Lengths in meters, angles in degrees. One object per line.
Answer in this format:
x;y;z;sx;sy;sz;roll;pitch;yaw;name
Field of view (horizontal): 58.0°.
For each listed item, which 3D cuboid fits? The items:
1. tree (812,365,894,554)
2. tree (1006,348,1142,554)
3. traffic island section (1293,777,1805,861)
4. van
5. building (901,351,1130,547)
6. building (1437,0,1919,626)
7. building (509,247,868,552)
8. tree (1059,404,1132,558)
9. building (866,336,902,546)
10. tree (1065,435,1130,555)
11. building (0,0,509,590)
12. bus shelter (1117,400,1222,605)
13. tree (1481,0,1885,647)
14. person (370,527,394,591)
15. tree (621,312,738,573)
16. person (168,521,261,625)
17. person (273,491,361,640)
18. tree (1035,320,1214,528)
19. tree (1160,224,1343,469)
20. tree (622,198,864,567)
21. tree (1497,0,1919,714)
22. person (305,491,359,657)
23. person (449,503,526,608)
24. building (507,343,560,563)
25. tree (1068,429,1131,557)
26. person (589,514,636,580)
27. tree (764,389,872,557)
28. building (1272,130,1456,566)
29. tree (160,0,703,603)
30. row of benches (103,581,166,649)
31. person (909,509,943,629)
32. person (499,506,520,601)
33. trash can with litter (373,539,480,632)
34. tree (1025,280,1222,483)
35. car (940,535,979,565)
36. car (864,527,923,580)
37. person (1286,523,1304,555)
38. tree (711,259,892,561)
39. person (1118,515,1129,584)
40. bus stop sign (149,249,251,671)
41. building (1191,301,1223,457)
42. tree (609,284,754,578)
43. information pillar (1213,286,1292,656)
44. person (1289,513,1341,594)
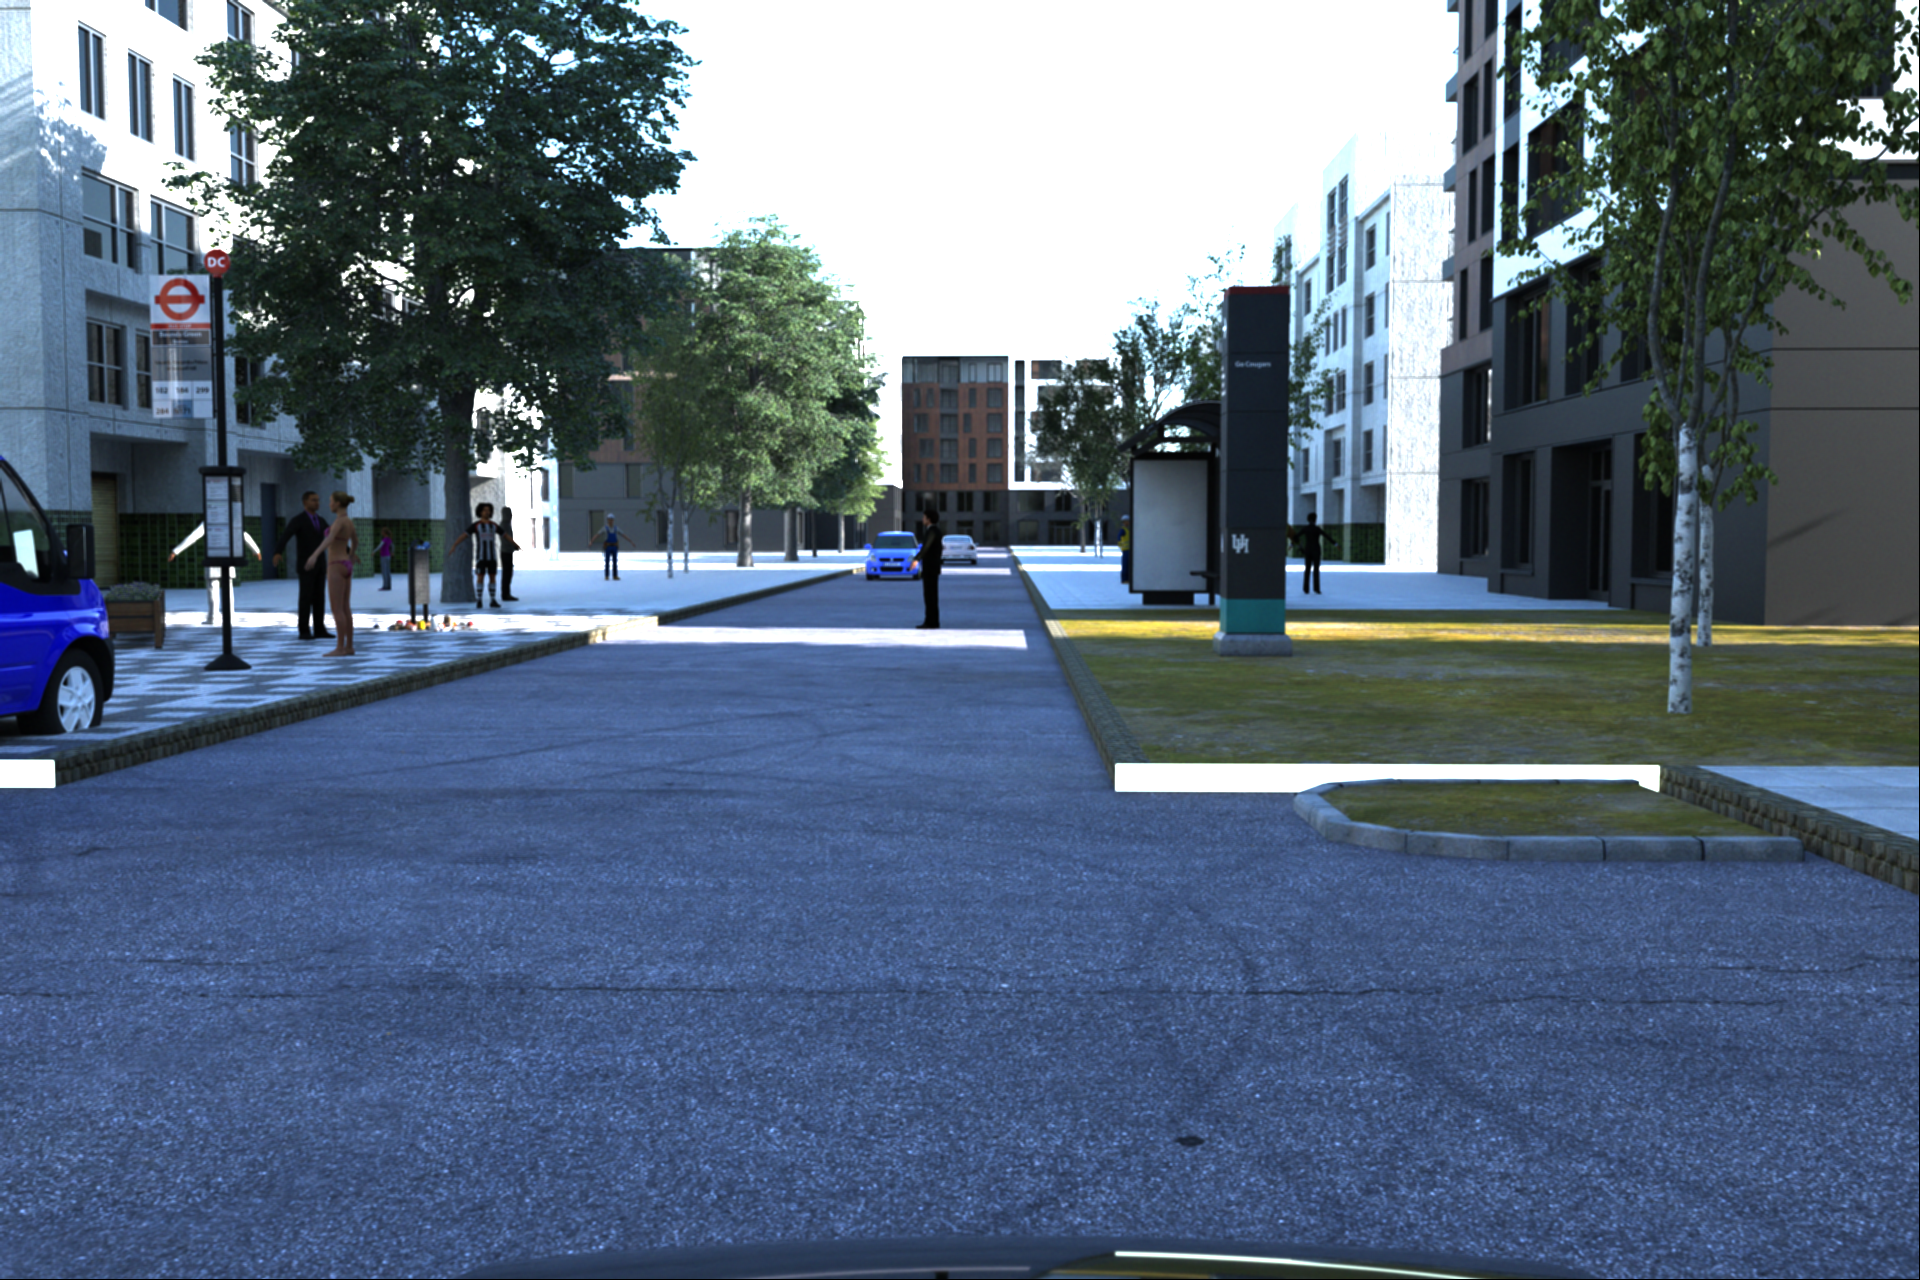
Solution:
-8.034;-11.917;112.970;7.486;12.596;7.792;0;3;0;tree
8.058;-12.470;114.261;12.009;13.543;11.850;0;3;0;tree
2.717;0.873;8.591;1.991;0.108;1.994;0;4;1;traffic island section
-6.721;-0.316;9.554;2.240;2.365;5.245;0;4;1;van
3.803;-22.045;206.869;32.646;21.610;27.936;0;4;2;building
25.597;-11.948;39.332;27.936;21.610;32.646;0;4;2;building
-22.647;-18.108;140.047;27.936;21.610;32.646;0;4;2;building
7.606;-8.656;91.895;4.360;8.622;3.978;0;3;0;tree
-20.726;-20.354;176.762;27.936;21.610;32.646;0;4;1;building
8.283;-9.425;104.459;4.360;8.622;3.978;0;3;0;tree
-25.711;-11.172;49.125;16.747;18.905;31.486;0;4;1;building
3.817;-2.138;28.876;2.014;3.302;5.546;0;4;1;bus shelter
8.286;-4.228;19.483;4.737;8.622;4.395;0;3;0;tree
-13.143;-1.847;39.457;0.599;1.433;0.991;1;4;9;person
-8.999;-6.543;57.335;4.360;8.622;3.978;0;3;0;tree
-10.496;-1.120;24.499;0.705;1.806;1.347;3;5;39;person
-7.891;-0.912;21.141;0.704;1.802;1.346;2;4;26;person
7.269;-8.569;74.519;8.767;10.594;7.601;1;4;10;tree
7.005;-5.618;42.218;4.737;8.622;4.395;0;3;0;tree
-8.443;-9.857;67.814;9.857;13.997;8.962;0;3;0;tree
5.403;-3.781;12.188;4.737;8.622;4.395;0;3;0;tree
-6.598;-0.699;18.226;0.721;1.733;1.217;0;4;1;person
-8.236;-1.467;30.127;1.345;1.843;0.704;-2;4;-32;person
-23.686;-8.625;83.167;9.099;9.664;28.070;0;4;1;building
7.556;-9.001;97.530;4.360;8.622;3.978;0;3;0;tree
-9.774;-2.611;48.548;1.347;1.847;0.705;-2;4;-29;person
-8.368;-9.871;95.804;7.601;10.594;8.767;-3;4;-36;tree
25.936;-13.335;84.490;16.747;18.905;31.486;0;4;2;building
-9.537;-7.675;32.139;9.857;13.997;8.962;0;3;0;tree
-10.030;-0.343;21.066;1.422;0.672;4.104;-2;4;-24;row of benches
-0.469;-1.077;26.256;0.705;1.806;1.347;1;4;15;person
-8.699;-1.667;33.391;0.705;1.813;1.348;-2;4;-24;person
-7.173;-0.775;23.724;1.678;1.210;2.233;0;4;2;trash can with litter
6.631;-7.951;64.407;8.767;10.594;7.601;-1;4;-11;tree
-0.133;-4.260;82.011;2.083;1.381;4.827;0;4;0;car
-2.034;-2.769;54.865;1.945;1.707;3.694;0;4;2;car
5.782;-1.596;31.858;1.354;1.858;0.705;-1;4;-21;person
-8.030;-10.697;81.551;9.857;13.997;8.962;0;3;0;tree
4.388;-2.350;44.879;0.721;1.772;1.216;2;4;32;person
-7.167;-1.689;16.320;0.855;3.939;0.416;0;4;2;bus stop sign
28.449;-16.649;138.661;16.747;18.905;31.486;0;4;2;building
-8.540;-6.084;49.842;4.360;8.622;3.978;0;3;0;tree
3.122;-1.777;18.428;0.750;3.857;0.750;0;4;2;information pillar
7.620;-1.869;37.281;1.216;1.740;0.721;3;4;38;person
